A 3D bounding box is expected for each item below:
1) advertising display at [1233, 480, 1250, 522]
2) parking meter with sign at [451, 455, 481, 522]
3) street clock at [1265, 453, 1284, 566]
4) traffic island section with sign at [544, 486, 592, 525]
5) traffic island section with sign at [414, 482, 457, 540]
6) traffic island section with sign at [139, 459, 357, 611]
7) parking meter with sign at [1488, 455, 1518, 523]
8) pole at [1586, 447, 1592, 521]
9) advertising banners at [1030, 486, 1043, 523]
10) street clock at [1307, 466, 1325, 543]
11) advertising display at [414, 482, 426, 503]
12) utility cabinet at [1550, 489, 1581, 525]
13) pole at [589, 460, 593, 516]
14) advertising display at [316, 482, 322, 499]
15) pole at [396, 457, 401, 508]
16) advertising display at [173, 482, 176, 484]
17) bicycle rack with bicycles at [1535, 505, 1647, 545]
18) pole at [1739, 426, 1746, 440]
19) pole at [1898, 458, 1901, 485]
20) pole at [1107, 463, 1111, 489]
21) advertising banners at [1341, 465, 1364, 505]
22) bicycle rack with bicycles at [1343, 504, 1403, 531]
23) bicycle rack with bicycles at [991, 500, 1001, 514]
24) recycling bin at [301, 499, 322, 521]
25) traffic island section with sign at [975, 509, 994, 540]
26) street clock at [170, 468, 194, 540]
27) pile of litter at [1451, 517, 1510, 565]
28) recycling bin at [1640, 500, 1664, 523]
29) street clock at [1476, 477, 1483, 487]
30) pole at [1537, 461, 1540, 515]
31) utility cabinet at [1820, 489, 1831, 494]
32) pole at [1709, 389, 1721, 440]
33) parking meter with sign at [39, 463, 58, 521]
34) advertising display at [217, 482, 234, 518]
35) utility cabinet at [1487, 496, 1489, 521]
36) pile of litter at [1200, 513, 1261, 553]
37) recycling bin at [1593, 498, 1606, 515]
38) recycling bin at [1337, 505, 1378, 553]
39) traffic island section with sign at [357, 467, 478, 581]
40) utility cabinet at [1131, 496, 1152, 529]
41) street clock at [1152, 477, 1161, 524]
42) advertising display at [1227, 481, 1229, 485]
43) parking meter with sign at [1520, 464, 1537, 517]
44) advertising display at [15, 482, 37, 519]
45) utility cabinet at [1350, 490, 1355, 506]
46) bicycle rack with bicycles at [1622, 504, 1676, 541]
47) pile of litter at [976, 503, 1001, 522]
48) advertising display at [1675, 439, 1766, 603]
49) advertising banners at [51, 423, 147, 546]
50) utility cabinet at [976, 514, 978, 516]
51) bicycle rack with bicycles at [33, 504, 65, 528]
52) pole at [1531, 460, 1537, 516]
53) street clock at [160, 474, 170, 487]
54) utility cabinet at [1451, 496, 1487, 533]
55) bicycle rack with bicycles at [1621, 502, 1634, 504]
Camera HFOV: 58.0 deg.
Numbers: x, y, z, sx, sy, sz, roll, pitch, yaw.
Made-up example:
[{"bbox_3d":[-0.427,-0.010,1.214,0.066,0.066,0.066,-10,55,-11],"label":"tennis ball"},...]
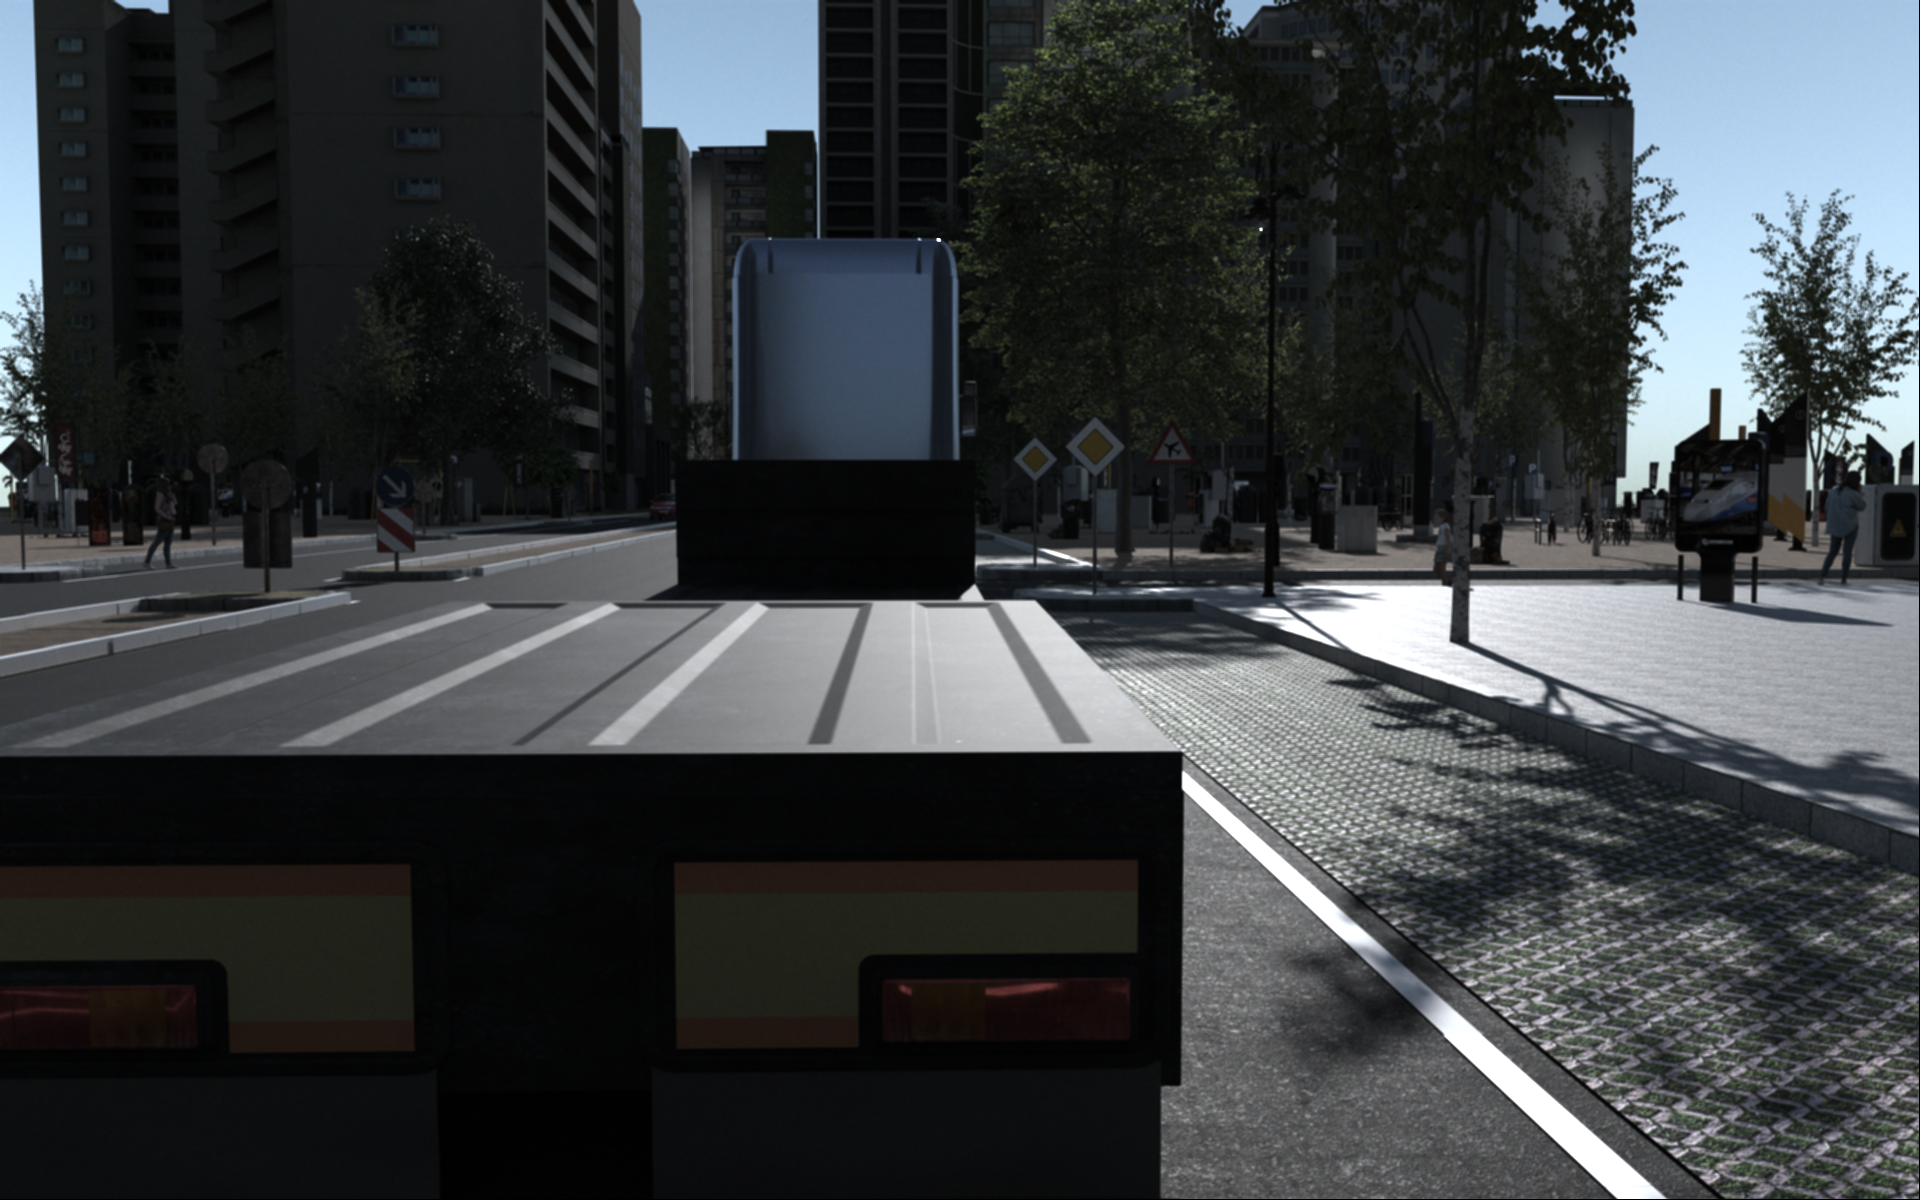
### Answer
[{"bbox_3d":[13.110,-4.629,80.904,0.974,1.923,0.123,-2,4,-30],"label":"advertising display"},{"bbox_3d":[-22.471,-5.040,78.659,0.543,3.016,1.738,1,4,20],"label":"parking meter with sign"},{"bbox_3d":[5.576,-1.601,30.748,0.358,2.002,0.471,0,4,-2],"label":"street clock"},{"bbox_3d":[-18.372,-4.449,81.377,1.989,1.847,2.006,0,4,-3],"label":"traffic island section with sign"},{"bbox_3d":[-16.936,-2.803,54.460,1.989,1.847,2.006,0,4,-3],"label":"traffic island section with sign"},{"bbox_3d":[-9.034,-0.850,22.036,2.006,1.907,1.989,0,4,-3],"label":"traffic island section with sign"},{"bbox_3d":[23.624,-4.893,76.254,1.738,3.016,0.543,-1,4,-18],"label":"parking meter with sign"},{"bbox_3d":[26.472,-4.836,72.912,0.158,3.312,0.155,0,3,0],"label":"pole"},{"bbox_3d":[3.333,-4.908,76.434,0.090,3.025,2.074,-1,4,-14],"label":"advertising banners"},{"bbox_3d":[9.267,-2.479,45.099,0.358,2.002,0.471,-2,4,-27],"label":"street clock"},{"bbox_3d":[-28.647,-5.303,91.923,0.974,1.923,0.123,3,5,41],"label":"advertising display"},{"bbox_3d":[24.541,-3.764,70.214,1.173,1.500,0.318,1,4,15],"label":"utility cabinet"},{"bbox_3d":[-21.861,-6.659,102.711,0.158,3.312,0.155,0,3,0],"label":"pole"},{"bbox_3d":[-34.728,-5.383,93.226,0.123,1.923,0.974,1,4,17],"label":"advertising display"},{"bbox_3d":[-27.076,-5.486,83.543,0.158,3.312,0.155,0,3,0],"label":"pole"},{"bbox_3d":[-40.286,-5.177,89.861,0.123,1.923,0.974,3,4,39],"label":"advertising display"},{"bbox_3d":[15.911,-1.902,44.483,2.852,0.926,2.925,1,4,16],"label":"bicycle rack with bicycles"},{"bbox_3d":[23.339,-3.542,51.754,0.158,3.312,0.155,0,3,0],"label":"pole"},{"bbox_3d":[53.235,-6.376,98.092,0.158,3.312,0.155,0,3,0],"label":"pole"},{"bbox_3d":[7.528,-5.746,87.786,0.158,3.312,0.155,0,3,0],"label":"pole"},{"bbox_3d":[23.704,-6.694,105.636,0.090,3.025,2.074,-3,5,-44],"label":"advertising banners"},{"bbox_3d":[14.571,-2.929,61.272,2.925,0.926,2.852,-2,4,-30],"label":"bicycle rack with bicycles"},{"bbox_3d":[2.377,-5.502,103.342,2.925,0.926,2.852,-2,4,-33],"label":"bicycle rack with bicycles"},{"bbox_3d":[-30.984,-4.293,82.738,0.722,1.027,0.722,1,4,9],"label":"recycling bin"},{"bbox_3d":[0.033,-2.831,54.907,1.989,1.847,2.006,0,4,-3],"label":"traffic island section with sign"},{"bbox_3d":[-21.569,-2.669,48.201,0.358,2.002,0.471,3,4,36],"label":"street clock"},{"bbox_3d":[9.645,-1.119,32.253,1.176,0.858,1.719,1,4,20],"label":"pile of litter"},{"bbox_3d":[30.463,-3.894,76.218,0.722,1.027,0.722,-3,4,-39],"label":"recycling bin"},{"bbox_3d":[22.554,-4.335,75.446,0.358,2.002,0.471,-1,4,-18],"label":"street clock"},{"bbox_3d":[35.503,-6.891,106.507,0.158,3.312,0.155,0,3,0],"label":"pole"},{"bbox_3d":[42.146,-4.596,83.817,1.173,1.500,0.318,-1,4,-23],"label":"utility cabinet"},{"bbox_3d":[14.612,-2.431,33.584,0.158,3.312,0.155,0,3,0],"label":"pole"},{"bbox_3d":[-44.265,-5.370,84.062,1.738,3.016,0.543,2,4,32],"label":"parking meter with sign"},{"bbox_3d":[-40.190,-5.474,94.719,0.123,1.923,0.974,3,4,38],"label":"advertising display"},{"bbox_3d":[20.033,-3.418,67.042,0.306,1.237,1.020,-2,4,-25],"label":"utility cabinet"},{"bbox_3d":[6.017,-1.491,38.343,1.719,0.858,1.176,-2,4,-28],"label":"pile of litter"},{"bbox_3d":[38.651,-5.631,104.627,0.722,1.027,0.722,1,4,22],"label":"recycling bin"},{"bbox_3d":[8.773,-1.573,38.267,0.722,1.027,0.722,0,4,-3],"label":"recycling bin"},{"bbox_3d":[-9.418,-1.303,29.433,2.006,1.907,1.989,0,4,-3],"label":"traffic island section with sign"},{"bbox_3d":[6.550,-3.223,63.861,1.020,1.237,0.306,2,4,30],"label":"utility cabinet"},{"bbox_3d":[8.346,-4.226,73.671,0.358,2.002,0.471,2,4,27],"label":"street clock"},{"bbox_3d":[13.826,-5.073,88.164,0.123,1.923,0.974,-2,4,-27],"label":"advertising display"},{"bbox_3d":[32.688,-6.327,99.705,0.543,3.016,1.738,0,4,3],"label":"parking meter with sign"},{"bbox_3d":[-48.755,-5.212,90.437,0.123,1.923,0.974,3,5,41],"label":"advertising display"},{"bbox_3d":[23.133,-5.612,100.428,1.173,1.500,0.318,-3,4,-37],"label":"utility cabinet"},{"bbox_3d":[19.388,-2.192,49.229,2.852,0.926,2.925,3,5,44],"label":"bicycle rack with bicycles"},{"bbox_3d":[1.289,-4.075,80.592,1.719,0.858,1.176,-3,5,-45],"label":"pile of litter"},{"bbox_3d":[9.045,-0.944,20.644,0.974,1.923,0.123,3,5,41],"label":"advertising display"},{"bbox_3d":[-21.392,-2.867,43.058,2.074,3.025,0.090,-1,4,-19],"label":"advertising banners"},{"bbox_3d":[0.705,-5.472,98.152,0.318,1.500,1.173,-1,4,-17],"label":"utility cabinet"},{"bbox_3d":[-33.941,-3.213,65.922,2.852,0.926,2.925,-2,4,-30],"label":"bicycle rack with bicycles"},{"bbox_3d":[33.779,-6.630,102.246,0.158,3.312,0.155,0,3,0],"label":"pole"},{"bbox_3d":[-28.410,-3.511,61.971,0.358,2.002,0.471,-3,5,-41],"label":"street clock"},{"bbox_3d":[16.794,-2.821,57.282,1.020,1.237,0.306,1,4,20],"label":"utility cabinet"},{"bbox_3d":[41.687,-5.692,106.449,2.925,0.926,2.852,2,4,28],"label":"bicycle rack with bicycles"}]
